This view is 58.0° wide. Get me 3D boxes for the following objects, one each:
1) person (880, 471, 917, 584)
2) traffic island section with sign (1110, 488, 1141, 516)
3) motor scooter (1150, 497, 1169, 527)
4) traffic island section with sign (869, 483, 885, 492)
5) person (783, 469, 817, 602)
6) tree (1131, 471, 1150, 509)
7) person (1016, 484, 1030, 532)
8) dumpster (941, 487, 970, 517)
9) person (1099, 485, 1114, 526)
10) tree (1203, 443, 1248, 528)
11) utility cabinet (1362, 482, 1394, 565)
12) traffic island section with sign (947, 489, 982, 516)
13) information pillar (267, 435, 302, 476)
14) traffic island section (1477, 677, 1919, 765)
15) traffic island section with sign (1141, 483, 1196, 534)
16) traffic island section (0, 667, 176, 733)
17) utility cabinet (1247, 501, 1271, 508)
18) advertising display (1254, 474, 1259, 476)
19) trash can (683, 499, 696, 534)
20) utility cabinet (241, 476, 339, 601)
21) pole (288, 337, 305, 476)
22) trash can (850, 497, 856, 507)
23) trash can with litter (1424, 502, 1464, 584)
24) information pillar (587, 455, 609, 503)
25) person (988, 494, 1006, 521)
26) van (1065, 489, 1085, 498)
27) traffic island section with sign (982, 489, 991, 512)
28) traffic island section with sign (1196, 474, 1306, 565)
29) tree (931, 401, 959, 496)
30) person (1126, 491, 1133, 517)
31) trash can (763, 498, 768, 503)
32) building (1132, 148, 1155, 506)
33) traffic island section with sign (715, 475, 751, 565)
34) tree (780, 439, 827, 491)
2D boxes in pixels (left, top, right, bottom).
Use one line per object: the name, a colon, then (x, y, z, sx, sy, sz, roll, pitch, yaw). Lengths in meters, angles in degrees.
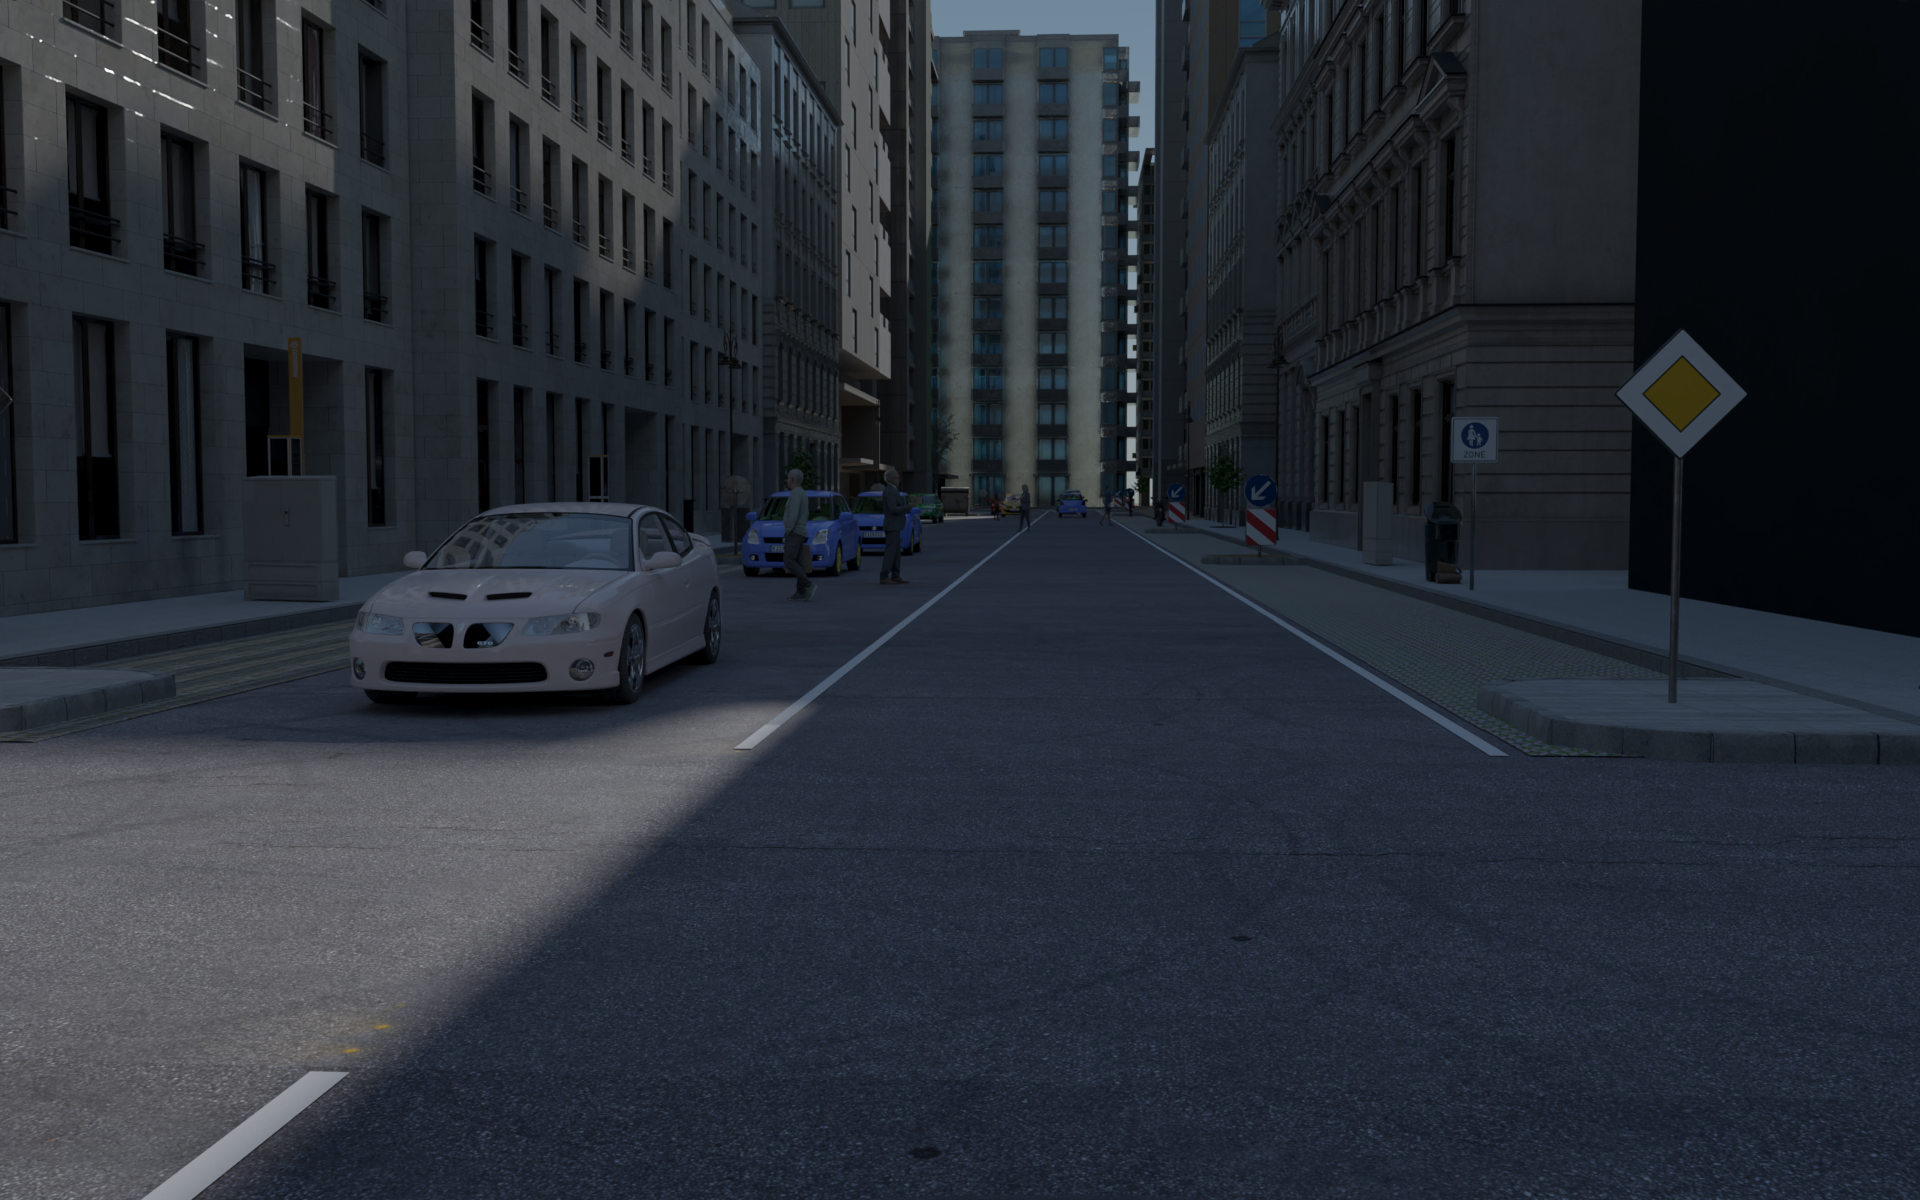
person: (-0.990, -1.154, 27.547, 0.590, 1.801, 0.661, -1, 4, -9)
traffic island section with sign: (10.868, -6.340, 112.284, 1.989, 1.847, 2.006, 0, 4, 4)
motor scooter: (8.831, -3.904, 76.608, 0.815, 1.314, 1.986, 0, 4, 4)
traffic island section with sign: (-2.949, -3.327, 63.025, 1.989, 1.847, 2.006, 0, 4, 4)
person: (-2.153, -0.881, 23.387, 0.515, 1.767, 0.782, 0, 4, 4)
tree: (15.187, -9.267, 146.124, 1.663, 3.219, 1.824, 0, 3, 0)
person: (2.402, -3.438, 64.892, 0.526, 1.800, 0.537, -2, 4, -24)
dumpster: (-0.290, -6.131, 108.453, 1.865, 1.857, 1.264, 0, 4, 4)
person: (6.667, -4.290, 78.671, 0.654, 1.822, 0.581, 1, 4, 20)
tree: (10.168, -4.364, 65.957, 1.663, 3.219, 1.824, 0, 3, 0)
utility cabinet: (7.587, -1.390, 31.409, 0.318, 1.500, 1.173, 0, 4, 2)
traffic island section with sign: (0.222, -6.376, 112.883, 1.989, 1.847, 2.006, 0, 4, 4)
information pillar: (-8.515, -1.064, 21.893, 0.304, 2.012, 0.304, 0, 4, 7)
traffic island section: (4.397, 0.711, 10.649, 2.009, 0.180, 2.903, 0, 4, 4)
traffic island section with sign: (7.731, -3.328, 63.048, 1.989, 1.847, 2.006, 0, 4, 4)
traffic island section: (-6.572, 0.669, 11.349, 2.009, 0.180, 2.903, 0, 4, 4)
utility cabinet: (8.646, -2.382, 50.114, 0.306, 1.237, 1.020, -1, 4, -17)
advertising display: (9.716, -3.143, 56.605, 0.123, 1.923, 0.974, 0, 4, 3)
trash can: (-7.517, -2.156, 46.910, 0.748, 1.137, 0.748, 0, 3, 0)
utility cabinet: (-8.029, -0.738, 20.737, 1.173, 1.500, 0.318, 1, 4, 21)
pole: (-8.672, -1.764, 22.681, 0.158, 3.312, 0.155, 0, 3, 0)
trash can: (-5.048, -4.507, 85.339, 0.748, 1.137, 0.748, 0, 3, 0)
trash can with litter: (7.086, -0.839, 25.108, 0.624, 1.170, 1.055, 0, 4, 3)
information pillar: (-6.843, -1.732, 32.812, 0.304, 2.012, 0.304, 1, 4, 11)
person: (1.984, -5.020, 93.837, 1.065, 1.426, 0.557, -2, 4, -25)
van: (10.175, -9.087, 155.586, 2.013, 2.044, 4.112, 0, 4, 6)
traffic island section with sign: (1.927, -8.022, 139.784, 1.989, 1.847, 2.006, 0, 4, 4)
traffic island section with sign: (5.983, -1.648, 35.570, 1.989, 1.847, 2.006, 0, 4, 4)
tree: (-2.066, -11.364, 136.155, 4.360, 8.622, 3.978, 0, 3, 0)
person: (10.754, -6.100, 109.712, 0.415, 1.643, 0.593, 0, 4, 3)
trash can: (-6.303, -2.872, 58.611, 0.748, 1.137, 0.748, 0, 3, 0)
building: (30.757, -30.134, 184.565, 23.993, 40.220, 32.217, 0, 4, 4)
traffic island section with sign: (-4.687, -1.667, 35.883, 1.989, 1.847, 2.006, 0, 4, 4)
tree: (-5.527, -4.085, 61.390, 1.663, 3.219, 1.824, 0, 3, 0)
